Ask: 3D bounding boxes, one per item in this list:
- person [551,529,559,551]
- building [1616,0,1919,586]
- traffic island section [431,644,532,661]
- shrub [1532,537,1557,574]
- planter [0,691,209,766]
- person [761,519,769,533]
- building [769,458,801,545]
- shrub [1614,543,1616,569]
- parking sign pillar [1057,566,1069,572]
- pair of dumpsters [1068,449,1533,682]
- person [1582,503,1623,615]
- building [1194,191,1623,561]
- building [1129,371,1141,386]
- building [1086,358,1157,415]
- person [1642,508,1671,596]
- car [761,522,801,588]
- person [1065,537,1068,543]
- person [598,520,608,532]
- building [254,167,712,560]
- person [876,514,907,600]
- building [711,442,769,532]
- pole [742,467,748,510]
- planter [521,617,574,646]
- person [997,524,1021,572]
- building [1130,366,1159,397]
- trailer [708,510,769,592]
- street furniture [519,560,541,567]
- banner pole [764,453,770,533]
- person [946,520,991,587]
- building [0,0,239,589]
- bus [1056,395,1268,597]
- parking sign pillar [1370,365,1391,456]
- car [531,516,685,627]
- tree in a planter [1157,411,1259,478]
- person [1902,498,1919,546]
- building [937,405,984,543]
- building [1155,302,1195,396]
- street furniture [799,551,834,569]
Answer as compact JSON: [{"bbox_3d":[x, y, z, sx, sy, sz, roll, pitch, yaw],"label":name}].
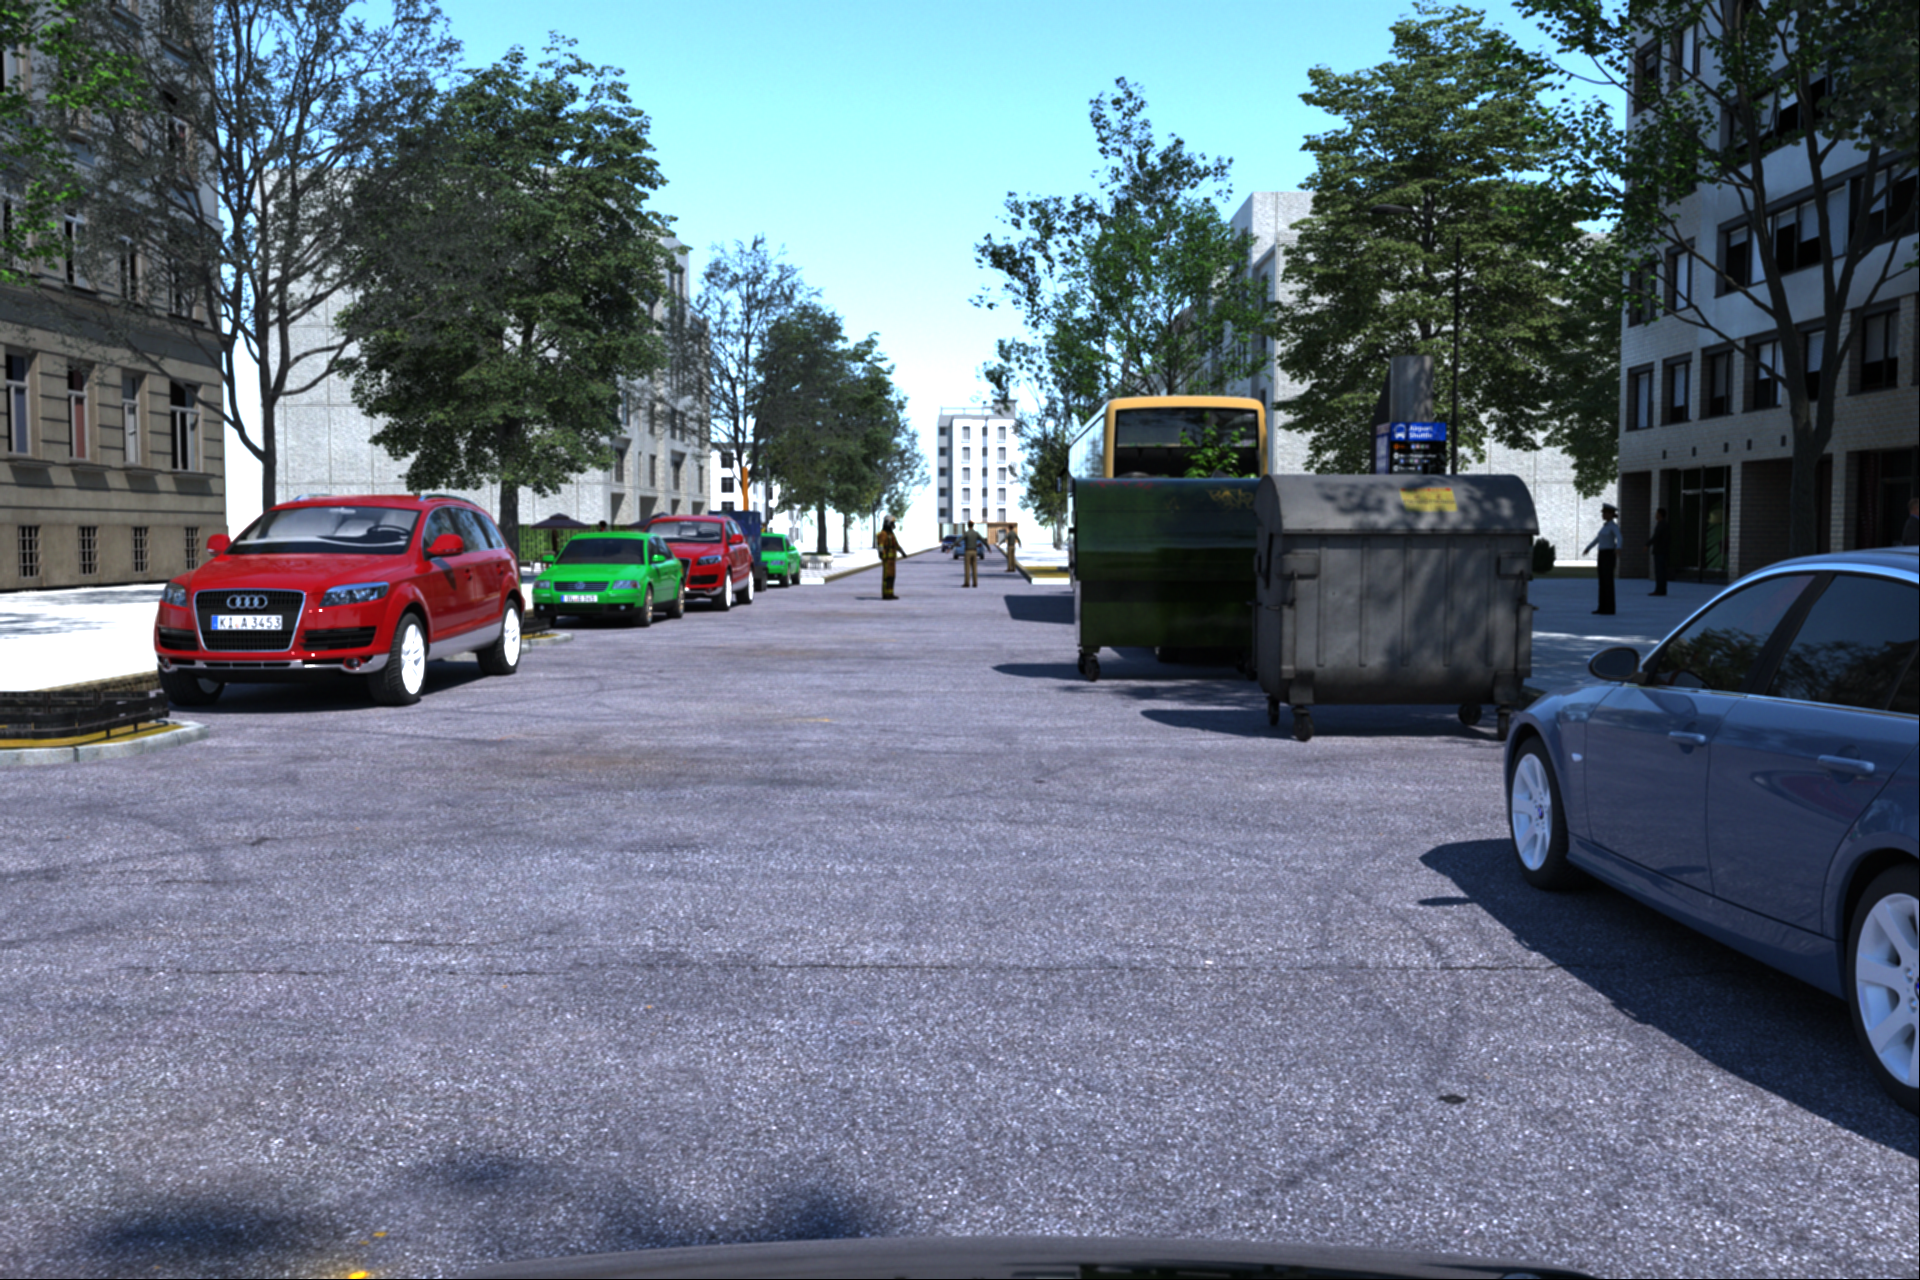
[{"bbox_3d":[-18.294,-4.418,78.371,0.704,1.812,1.346,-1,4,-20],"label":"person"},{"bbox_3d":[28.266,-13.396,25.604,21.656,26.213,47.522,0,4,1],"label":"building"},{"bbox_3d":[-6.176,0.146,20.484,1.991,0.108,1.994,0,4,1],"label":"traffic island section"},{"bbox_3d":[18.848,-2.755,56.169,1.383,1.207,1.383,0,3,0],"label":"shrub"},{"bbox_3d":[-6.274,0.578,11.687,1.991,0.319,1.994,0,4,1],"label":"planter"},{"bbox_3d":[-6.305,-3.051,56.351,0.721,1.772,1.216,-3,5,-44],"label":"person"},{"bbox_3d":[-23.264,-16.081,205.078,9.099,9.664,28.070,0,4,1],"label":"building"},{"bbox_3d":[24.224,-3.204,63.495,1.383,1.207,1.383,0,3,0],"label":"shrub"},{"bbox_3d":[4.021,-4.308,58.909,1.447,3.967,1.447,0,4,2],"label":"parking sign pillar"},{"bbox_3d":[3.299,-0.753,17.261,4.436,2.255,1.574,0,4,1],"label":"pair of dumpsters"},{"bbox_3d":[10.245,-1.294,27.617,0.721,1.778,1.216,0,4,-5],"label":"person"},{"bbox_3d":[23.542,-14.160,97.970,16.747,18.905,31.486,0,4,1],"label":"building"},{"bbox_3d":[24.584,-21.038,200.387,16.016,20.090,11.380,0,4,1],"label":"building"},{"bbox_3d":[25.117,-23.319,212.186,19.493,23.208,18.063,0,4,1],"label":"building"},{"bbox_3d":[14.550,-1.833,36.042,0.705,1.821,1.348,3,5,41],"label":"person"},{"bbox_3d":[-5.433,-2.382,47.743,1.959,1.807,4.718,0,4,1],"label":"car"},{"bbox_3d":[4.653,-3.726,66.774,1.347,1.847,0.705,1,4,21],"label":"person"},{"bbox_3d":[-14.376,-3.878,69.543,0.704,1.843,1.345,2,4,24],"label":"person"},{"bbox_3d":[-25.318,-14.260,99.610,16.747,18.905,31.486,0,4,1],"label":"building"},{"bbox_3d":[-1.526,-1.805,37.735,0.705,1.858,1.354,1,4,21],"label":"person"},{"bbox_3d":[-23.370,-14.060,172.024,9.099,9.664,28.070,0,4,1],"label":"building"},{"bbox_3d":[-6.557,-3.618,52.992,0.158,3.312,0.155,0,3,0],"label":"pole"},{"bbox_3d":[-6.203,-0.105,22.858,1.991,0.319,1.994,0,4,1],"label":"planter"},{"bbox_3d":[1.903,-3.457,65.245,0.705,1.796,1.348,3,5,42],"label":"person"},{"bbox_3d":[27.377,-20.967,173.731,19.493,23.208,18.063,0,4,0],"label":"building"},{"bbox_3d":[-5.608,-2.176,42.623,1.471,1.999,3.904,0,4,1],"label":"trailer"},{"bbox_3d":[-21.901,-3.655,66.609,9.812,1.723,11.010,1,4,19],"label":"street furniture"},{"bbox_3d":[-5.990,-3.910,53.945,0.401,3.779,0.863,0,4,3],"label":"banner pole"},{"bbox_3d":[0.275,-2.320,46.662,1.348,1.796,0.705,-2,4,-27],"label":"person"},{"bbox_3d":[-27.778,-12.338,33.750,16.112,23.069,30.059,0,3,0],"label":"building"},{"bbox_3d":[3.522,-2.511,32.599,2.896,3.916,12.252,0,4,1],"label":"bus"},{"bbox_3d":[7.064,-2.442,28.402,1.447,3.967,1.447,0,4,1],"label":"parking sign pillar"},{"bbox_3d":[-5.630,-1.179,28.066,1.959,1.807,4.718,0,4,1],"label":"car"},{"bbox_3d":[3.622,-1.706,25.122,1.991,3.239,1.994,0,4,0],"label":"tree in a planter"},{"bbox_3d":[12.789,-1.007,23.066,0.434,1.755,0.990,3,4,39],"label":"person"},{"bbox_3d":[-2.985,-23.701,246.387,11.380,20.090,16.016,0,4,3],"label":"building"},{"bbox_3d":[24.773,-18.208,128.635,19.493,23.208,18.063,0,4,1],"label":"building"},{"bbox_3d":[-8.489,-3.054,65.562,5.734,0.657,10.072,-2,4,-25],"label":"street furniture"}]
